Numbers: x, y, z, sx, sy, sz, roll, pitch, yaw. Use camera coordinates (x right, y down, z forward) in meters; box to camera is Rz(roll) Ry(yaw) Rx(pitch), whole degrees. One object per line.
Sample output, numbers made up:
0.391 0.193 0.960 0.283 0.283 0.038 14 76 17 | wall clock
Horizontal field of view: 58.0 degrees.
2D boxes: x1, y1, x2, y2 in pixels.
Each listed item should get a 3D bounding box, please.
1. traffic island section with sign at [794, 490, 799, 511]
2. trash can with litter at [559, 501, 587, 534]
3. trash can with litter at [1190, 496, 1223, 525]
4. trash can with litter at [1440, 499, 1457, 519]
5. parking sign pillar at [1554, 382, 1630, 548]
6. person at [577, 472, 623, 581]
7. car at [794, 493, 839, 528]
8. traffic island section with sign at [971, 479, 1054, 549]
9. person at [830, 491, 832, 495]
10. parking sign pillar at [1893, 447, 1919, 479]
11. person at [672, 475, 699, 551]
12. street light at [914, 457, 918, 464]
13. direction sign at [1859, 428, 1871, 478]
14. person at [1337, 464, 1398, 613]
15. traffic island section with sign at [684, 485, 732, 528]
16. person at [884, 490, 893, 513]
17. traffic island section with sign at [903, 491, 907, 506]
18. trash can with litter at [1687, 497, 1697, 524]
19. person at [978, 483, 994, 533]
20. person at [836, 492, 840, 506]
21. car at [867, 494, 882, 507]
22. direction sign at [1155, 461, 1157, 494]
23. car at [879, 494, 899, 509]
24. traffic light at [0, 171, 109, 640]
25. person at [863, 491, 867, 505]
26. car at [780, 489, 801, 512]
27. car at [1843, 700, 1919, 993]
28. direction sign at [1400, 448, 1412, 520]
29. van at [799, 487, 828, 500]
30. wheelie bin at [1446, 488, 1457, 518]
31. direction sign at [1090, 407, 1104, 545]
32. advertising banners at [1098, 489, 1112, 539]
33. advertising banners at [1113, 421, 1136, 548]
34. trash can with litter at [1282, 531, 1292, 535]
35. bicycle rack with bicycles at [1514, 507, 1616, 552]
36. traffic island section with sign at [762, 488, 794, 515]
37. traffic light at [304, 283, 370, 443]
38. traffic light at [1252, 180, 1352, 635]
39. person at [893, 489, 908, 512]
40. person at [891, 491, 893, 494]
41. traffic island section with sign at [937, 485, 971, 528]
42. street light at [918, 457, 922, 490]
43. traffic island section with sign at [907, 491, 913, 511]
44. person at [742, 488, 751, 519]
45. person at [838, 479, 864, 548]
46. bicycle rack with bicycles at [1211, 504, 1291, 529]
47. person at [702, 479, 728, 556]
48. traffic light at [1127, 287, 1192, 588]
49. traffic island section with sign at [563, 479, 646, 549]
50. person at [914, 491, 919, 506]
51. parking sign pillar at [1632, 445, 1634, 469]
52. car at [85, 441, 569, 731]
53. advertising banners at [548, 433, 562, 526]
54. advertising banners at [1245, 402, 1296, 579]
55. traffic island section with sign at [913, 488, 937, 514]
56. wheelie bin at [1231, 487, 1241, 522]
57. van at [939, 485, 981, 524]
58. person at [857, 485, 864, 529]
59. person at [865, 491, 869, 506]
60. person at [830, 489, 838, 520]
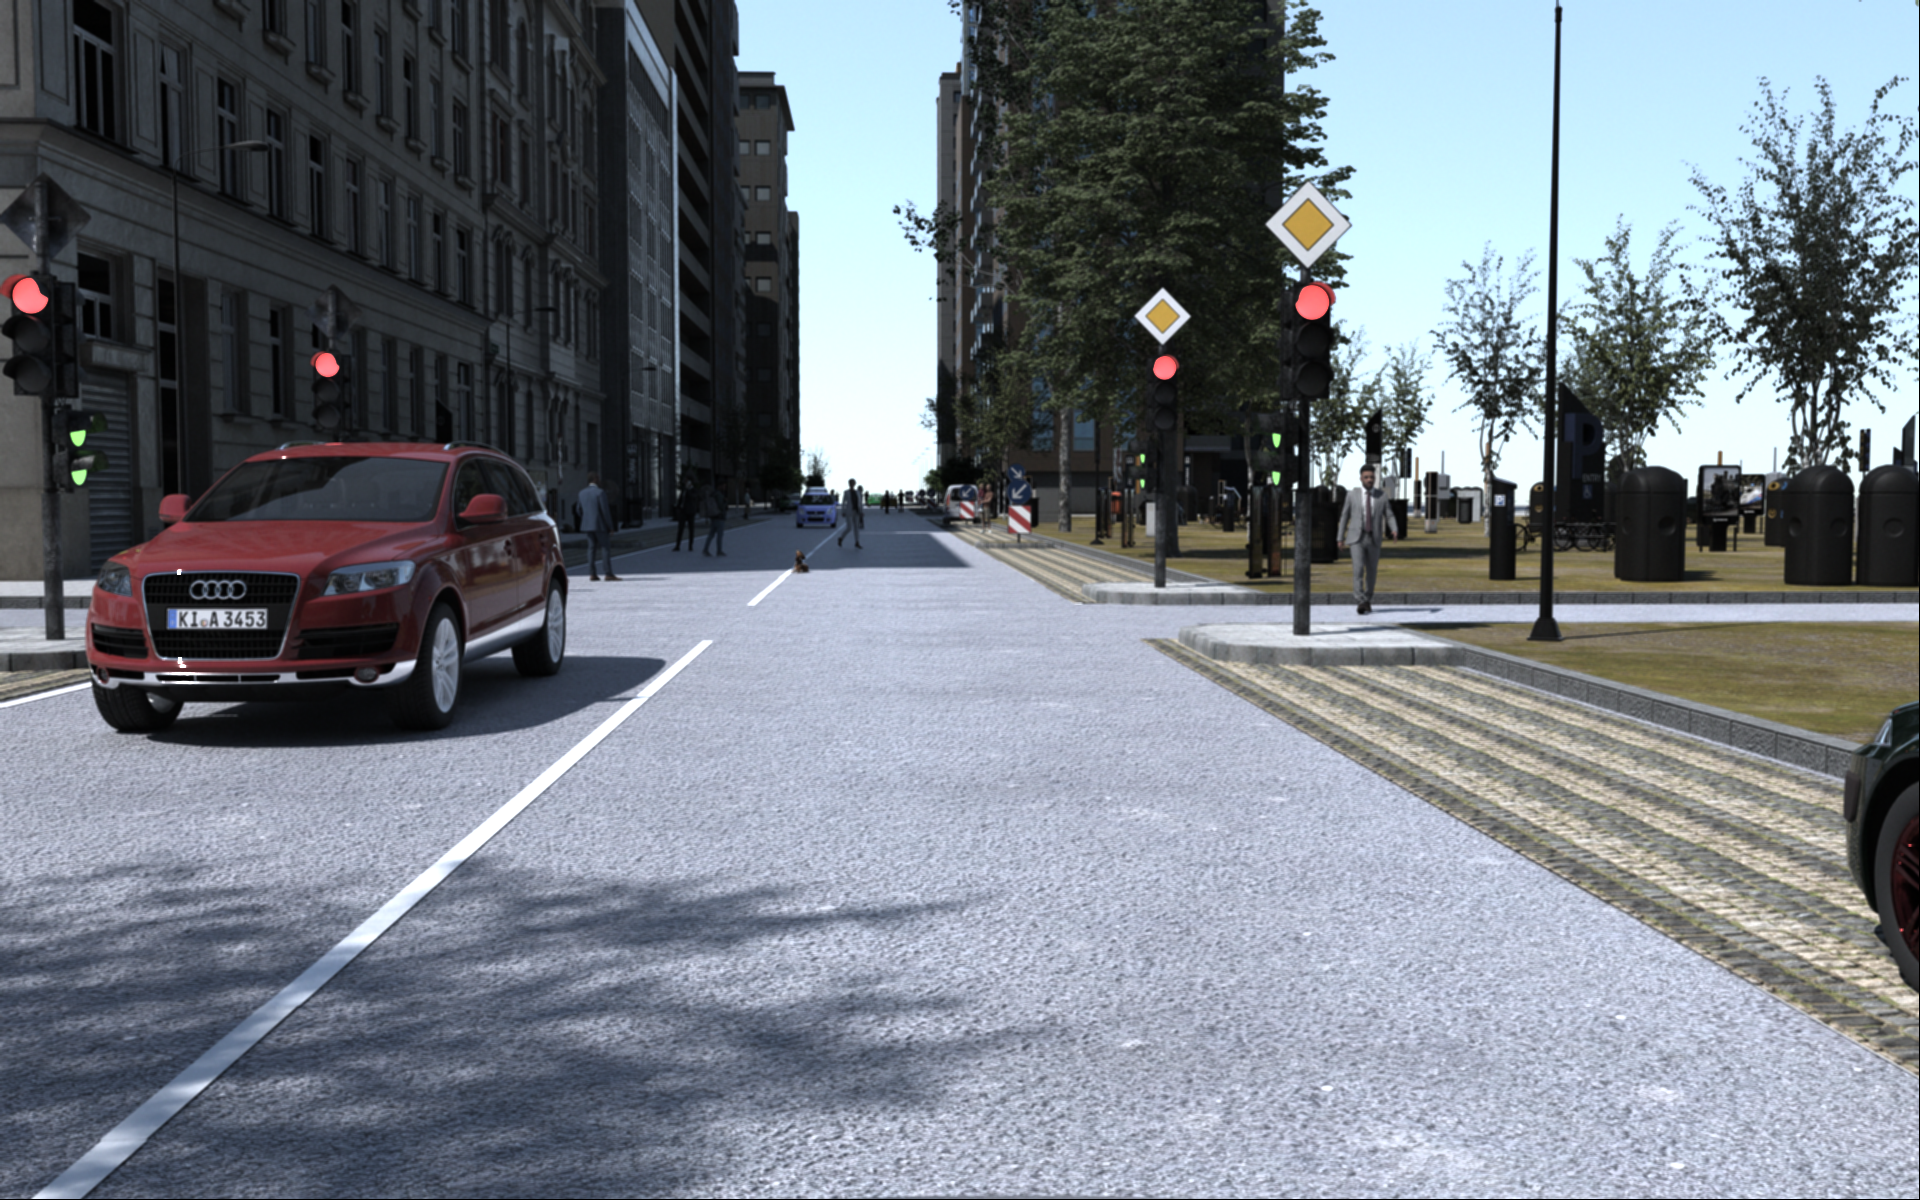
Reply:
-14.165 -8.595 149.161 1.989 1.847 2.006 0 4 -3 | traffic island section with sign
-12.527 -2.764 56.575 0.624 1.170 1.055 3 4 38 | trash can with litter
10.697 -3.797 73.139 1.678 1.210 2.233 -1 4 -14 | trash can with litter
25.458 -4.821 89.887 2.233 1.210 1.678 2 4 30 | trash can with litter
15.046 -3.272 41.968 1.447 3.967 1.447 -2 4 -33 | parking sign pillar
-5.987 -1.218 28.595 0.721 1.800 0.419 1 4 20 | person
-6.196 -3.990 74.833 1.945 1.707 3.694 0 4 -4 | car
1.410 -2.290 46.076 1.989 1.847 2.006 0 4 -3 | traffic island section with sign
-14.470 -11.358 194.290 0.705 1.812 1.348 1 4 14 | person
53.634 -6.713 98.223 1.447 3.967 1.447 0 4 4 | parking sign pillar
-6.906 -2.191 43.691 0.648 1.900 0.474 1 4 16 | person
-4.736 -15.017 218.075 1.470 5.913 1.316 0 4 -3 | street light
31.442 -4.174 60.246 0.379 3.537 0.876 0 4 7 | direction sign
4.904 -0.740 20.878 0.678 1.792 0.850 0 4 5 | person
-10.654 -3.941 73.062 1.989 1.847 2.006 0 4 -3 | traffic island section with sign
-5.341 -7.309 128.721 0.721 1.735 1.217 -2 4 -30 | person
-5.954 -12.081 206.154 1.989 1.847 2.006 0 4 -3 | traffic island section with sign
31.205 -3.822 73.871 0.624 1.170 1.055 3 5 39 | trash can with litter
0.922 -3.391 63.911 0.580 1.828 0.573 -1 4 -15 | person
-14.886 -12.397 211.993 0.742 1.727 0.445 1 4 23 | person
-9.249 -11.121 190.625 1.959 1.807 4.718 0 4 -4 | car
10.442 -6.115 91.980 0.379 3.537 0.876 0 4 -2 | direction sign
-6.901 -9.676 168.418 2.015 1.641 3.980 0 4 -3 | car
-7.955 -1.604 15.144 0.839 4.253 0.868 0 4 -3 | traffic light
-12.096 -13.115 222.915 1.348 1.826 0.705 -2 4 -34 | person
-13.371 -7.876 137.569 1.959 1.807 4.718 0 4 -2 | car
3.602 0.377 3.618 2.009 1.686 4.222 0 4 -2 | car
21.774 -5.667 84.658 0.876 3.537 0.379 -3 4 -38 | direction sign
-8.598 -5.913 103.693 2.013 2.044 4.112 0 4 -4 | van
26.683 -5.265 93.994 0.693 1.594 0.980 0 4 4 | wheelie bin
3.485 -3.178 43.955 0.379 3.537 0.876 1 4 11 | direction sign
4.346 -3.329 50.612 0.090 3.025 2.074 1 4 20 | advertising banners
3.951 -2.762 41.339 0.090 3.025 2.074 1 4 17 | advertising banners
9.809 -2.633 54.107 1.678 1.210 2.233 1 4 14 | trash can with litter
14.043 -1.574 39.113 2.925 0.926 2.852 3 4 36 | bicycle rack with bicycles
-12.900 -6.912 121.639 1.989 1.847 2.006 0 4 -3 | traffic island section with sign
-8.322 -2.092 23.121 0.839 4.253 0.868 0 4 -3 | traffic light
3.094 -1.636 15.667 0.839 4.253 0.868 0 4 -3 | traffic light
-4.715 -7.919 138.003 1.348 1.821 0.705 2 4 26 | person
-9.463 -14.255 241.576 0.705 1.824 1.348 -1 4 -20 | person
0.149 -3.959 73.361 1.989 1.847 2.006 0 4 -3 | traffic island section with sign
-3.755 -13.763 197.566 1.470 5.913 1.316 0 4 -3 | street light
-3.406 -8.685 150.621 1.989 1.847 2.006 0 4 -3 | traffic island section with sign
-11.966 -5.387 97.070 0.515 1.767 0.782 0 4 -3 | person
-2.888 -2.289 45.803 0.818 1.842 0.514 3 5 41 | person
11.001 -3.171 65.230 2.925 0.926 2.852 1 4 12 | bicycle rack with bicycles
-5.569 -1.893 39.803 0.623 1.781 0.721 3 5 44 | person
2.726 -2.124 23.643 0.839 4.253 0.868 0 4 -3 | traffic light
-9.427 -2.294 46.134 1.989 1.847 2.006 0 4 -3 | traffic island section with sign
-5.098 -11.896 202.863 0.599 1.838 0.709 3 5 39 | person
36.309 -6.524 95.141 1.447 3.967 1.447 1 4 22 | parking sign pillar
-4.169 -0.215 12.194 2.281 1.827 5.304 0 4 -1 | car
-11.444 -3.218 48.794 0.090 3.025 2.074 0 4 1 | advertising banners
4.890 -1.880 26.920 0.090 3.025 2.074 2 4 32 | advertising banners
-2.164 -7.032 123.596 1.989 1.847 2.006 0 4 -3 | traffic island section with sign
12.590 -4.407 79.967 0.693 1.594 0.980 1 4 18 | wheelie bin
0.084 -4.402 78.988 2.013 2.044 4.112 0 4 -2 | van
-4.248 -3.882 72.148 0.526 1.800 0.537 1 4 21 | person
-10.755 -11.837 202.172 0.705 1.807 1.348 -2 4 -30 | person
-6.952 -5.210 94.693 0.512 1.701 0.522 -1 4 -22 | person
